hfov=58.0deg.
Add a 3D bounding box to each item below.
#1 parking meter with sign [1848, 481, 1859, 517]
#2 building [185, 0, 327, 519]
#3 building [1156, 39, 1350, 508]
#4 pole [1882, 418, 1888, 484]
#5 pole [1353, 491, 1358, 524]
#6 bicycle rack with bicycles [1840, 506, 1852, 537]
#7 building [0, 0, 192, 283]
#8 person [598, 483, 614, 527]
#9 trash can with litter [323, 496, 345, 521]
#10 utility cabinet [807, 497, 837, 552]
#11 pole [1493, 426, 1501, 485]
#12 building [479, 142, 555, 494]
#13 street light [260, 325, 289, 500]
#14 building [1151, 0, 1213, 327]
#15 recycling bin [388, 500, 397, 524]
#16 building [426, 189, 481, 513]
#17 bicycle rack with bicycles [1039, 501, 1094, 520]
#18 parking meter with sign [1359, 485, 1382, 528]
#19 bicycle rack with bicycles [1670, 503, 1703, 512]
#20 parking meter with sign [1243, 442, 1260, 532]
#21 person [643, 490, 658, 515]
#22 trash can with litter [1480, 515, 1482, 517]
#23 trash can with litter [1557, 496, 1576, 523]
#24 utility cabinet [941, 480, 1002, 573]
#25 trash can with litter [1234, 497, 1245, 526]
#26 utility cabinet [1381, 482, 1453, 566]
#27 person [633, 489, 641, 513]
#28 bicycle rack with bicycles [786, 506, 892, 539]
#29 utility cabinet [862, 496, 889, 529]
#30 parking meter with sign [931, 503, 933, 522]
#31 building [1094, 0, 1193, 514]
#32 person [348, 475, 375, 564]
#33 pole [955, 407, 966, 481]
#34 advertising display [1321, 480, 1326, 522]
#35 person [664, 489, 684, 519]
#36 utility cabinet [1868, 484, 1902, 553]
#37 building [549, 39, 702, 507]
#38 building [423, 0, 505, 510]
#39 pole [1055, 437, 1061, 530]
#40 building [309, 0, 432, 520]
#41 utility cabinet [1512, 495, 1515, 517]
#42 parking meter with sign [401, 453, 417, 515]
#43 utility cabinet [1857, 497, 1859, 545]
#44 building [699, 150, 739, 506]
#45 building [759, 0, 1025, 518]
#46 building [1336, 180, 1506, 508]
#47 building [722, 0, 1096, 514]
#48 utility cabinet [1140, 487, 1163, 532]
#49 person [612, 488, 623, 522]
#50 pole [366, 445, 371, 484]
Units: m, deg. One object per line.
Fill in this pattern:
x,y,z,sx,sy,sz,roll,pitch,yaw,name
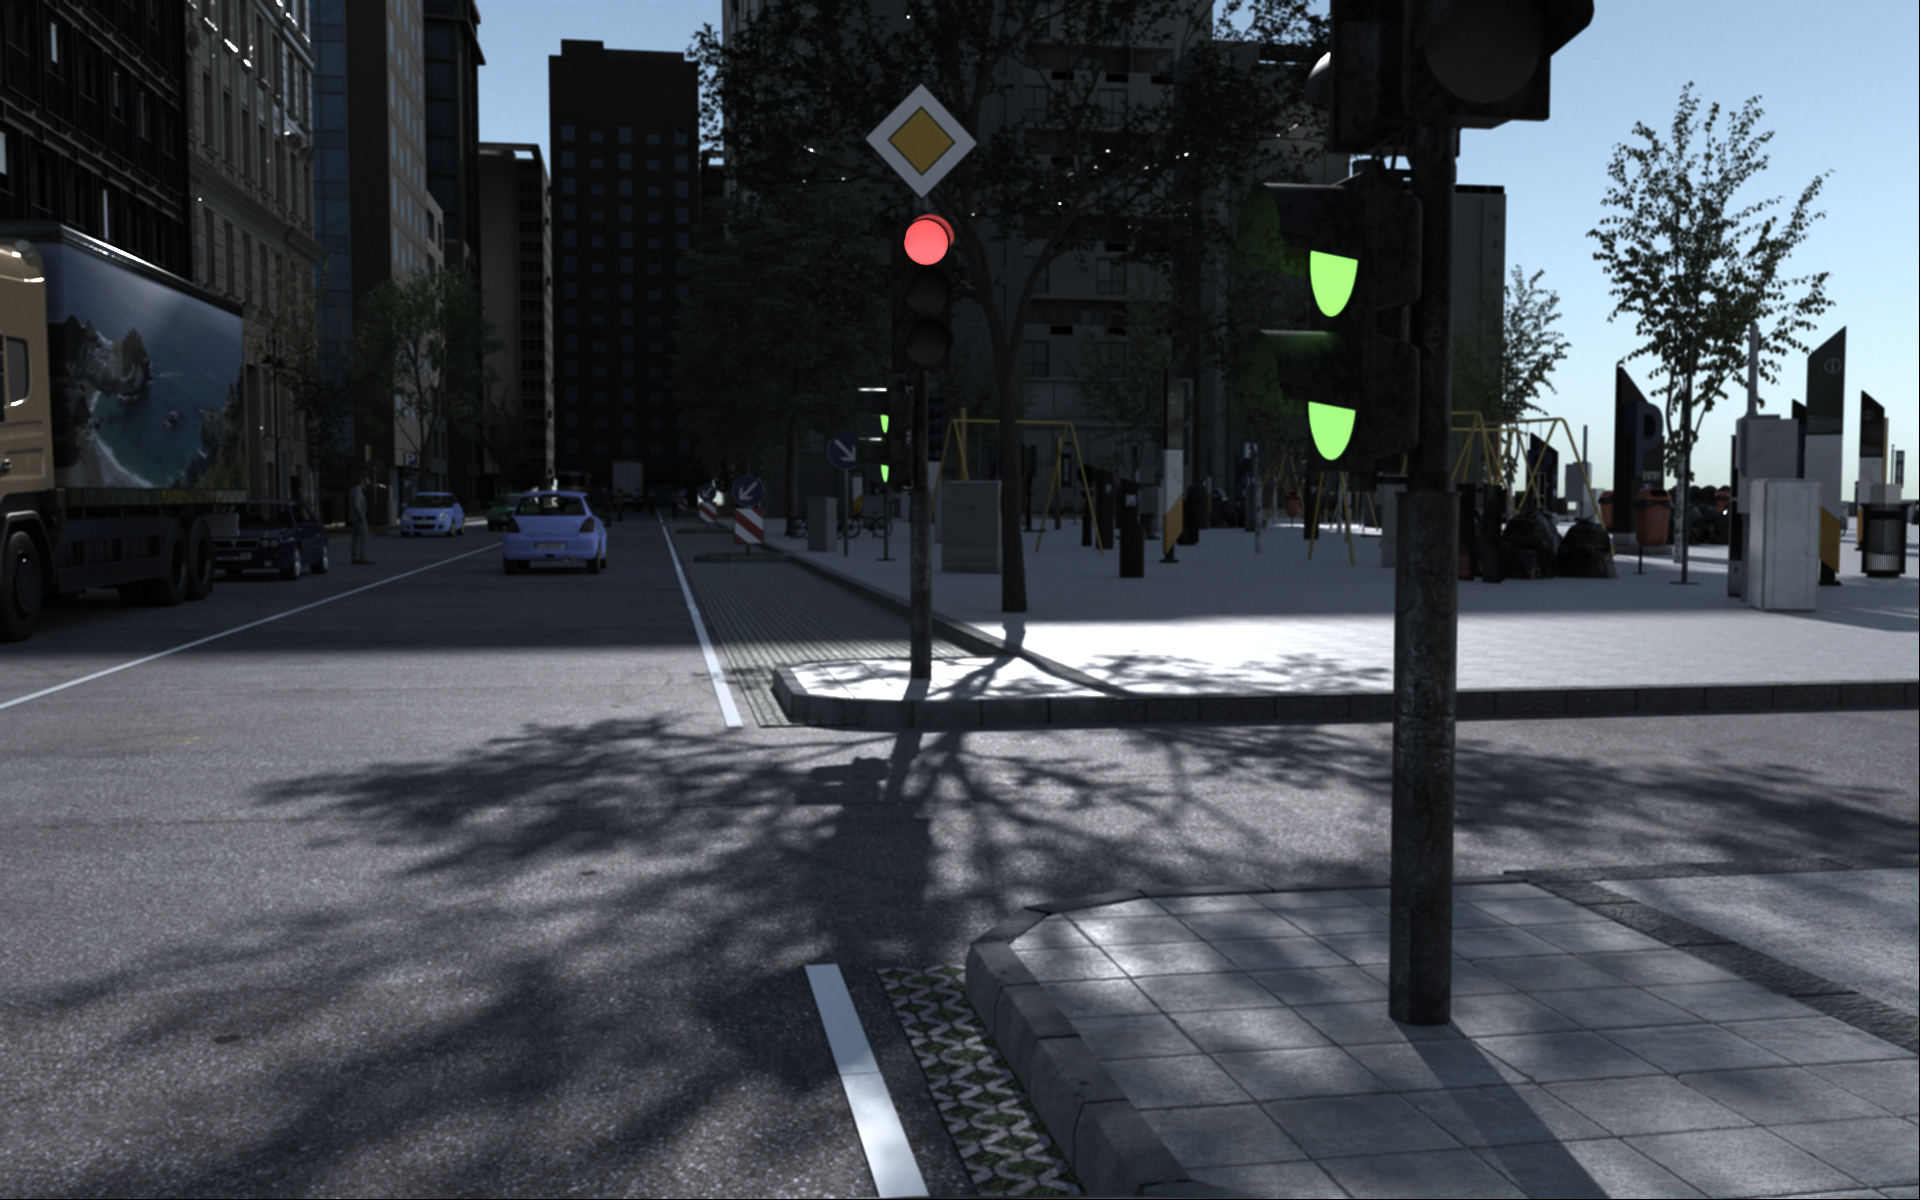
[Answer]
50.899,-6.206,97.731,1.738,3.016,0.543,-1,4,-11,parking meter with sign
-29.468,-15.886,56.992,12.463,27.353,25.104,-1,4,-10,building
26.848,-29.186,160.791,14.086,41.232,14.154,-1,4,-10,building
24.622,-3.205,46.250,0.158,3.312,0.155,0,3,0,pole
17.067,-4.939,74.596,0.158,3.312,0.155,0,3,0,pole
27.177,-2.411,52.809,2.852,0.926,2.925,2,4,31,bicycle rack with bicycles
-25.173,-12.688,37.124,12.332,23.373,15.834,-1,4,-10,building
-15.547,-4.164,75.942,0.474,1.900,0.648,3,5,40,person
-29.492,-4.297,81.647,1.055,1.170,0.624,-2,4,-28,trash can with litter
-3.084,-1.691,38.814,0.306,1.237,1.020,-2,4,-28,utility cabinet
16.034,-3.541,51.742,0.158,3.312,0.155,0,3,0,pole
-54.990,-29.933,181.291,23.993,40.220,32.217,-1,4,-10,building
-18.755,-4.571,47.519,0.468,5.910,1.993,-1,4,-10,street light
10.285,-39.425,186.604,28.212,58.520,21.231,-1,4,-10,building
-24.307,-3.719,73.353,0.722,1.027,0.722,0,4,2,recycling bin
-46.231,-16.186,109.677,27.650,21.520,28.899,-1,4,-10,building
5.260,-4.576,88.206,2.852,0.926,2.925,-1,4,-18,bicycle rack with bicycles
15.994,-4.328,67.017,0.543,3.016,1.738,-1,4,-22,parking meter with sign
28.725,-3.269,66.836,2.925,0.926,2.852,0,4,7,bicycle rack with bicycles
9.990,-3.843,59.094,0.543,3.016,1.738,1,4,14,parking meter with sign
-21.075,-6.658,118.094,1.217,1.736,0.721,2,4,27,person
28.439,-4.959,92.135,2.233,1.210,1.678,2,4,28,trash can with litter
27.777,-4.138,78.720,2.233,1.210,1.678,0,4,1,trash can with litter
0.236,-1.199,28.280,1.173,1.500,0.318,3,4,38,utility cabinet
11.221,-3.583,69.964,0.624,1.170,1.055,-1,4,-20,trash can with litter
8.028,-1.330,30.425,1.173,1.500,0.318,0,4,6,utility cabinet
-24.919,-7.670,133.769,0.709,1.838,0.599,1,4,17,person
-3.738,-2.232,49.876,2.925,0.926,2.852,1,4,23,bicycle rack with bicycles
-3.087,-3.193,63.375,1.020,1.237,0.306,3,4,37,utility cabinet
-1.281,-5.042,78.704,1.738,3.016,0.543,-1,4,-10,parking meter with sign
-1.191,-32.499,120.598,28.713,52.752,27.495,-1,4,-10,building
-12.294,-1.639,35.398,0.391,1.810,0.635,-3,5,-43,person
0.046,-2.874,40.836,0.158,3.312,0.155,0,3,0,pole
16.364,-4.553,79.657,0.974,1.923,0.123,3,4,36,advertising display
-16.628,-5.601,100.787,1.217,1.736,0.721,1,4,9,person
19.966,-1.757,37.402,0.318,1.500,1.173,3,5,44,utility cabinet
-33.658,-32.123,175.327,14.200,45.320,14.600,-1,4,-10,building
-52.798,-29.876,143.091,28.867,44.769,22.147,-1,4,-10,building
3.531,-4.199,62.499,0.158,3.312,0.155,0,3,0,pole
-35.530,-26.835,88.856,14.600,45.320,14.200,-1,4,-10,building
25.022,-4.177,79.462,1.020,1.237,0.306,2,4,28,utility cabinet
-22.935,-4.632,72.000,0.543,3.016,1.738,-1,4,-11,parking meter with sign
23.053,-1.988,43.664,1.020,1.237,0.306,-2,4,-31,utility cabinet
-16.517,-30.353,188.151,23.993,40.220,32.217,-1,4,-10,building
-4.443,-25.384,98.621,14.154,41.232,14.086,-1,4,-10,building
41.593,-23.957,163.390,14.107,30.474,14.160,-1,4,-10,building
-6.096,-34.151,147.601,28.713,52.752,27.495,-1,4,-10,building
6.384,-3.010,57.886,0.318,1.500,1.173,-2,4,-28,utility cabinet
-17.728,-4.922,89.696,0.721,1.743,1.217,1,4,13,person
-24.624,-4.789,72.151,0.158,3.312,0.155,0,3,0,pole
